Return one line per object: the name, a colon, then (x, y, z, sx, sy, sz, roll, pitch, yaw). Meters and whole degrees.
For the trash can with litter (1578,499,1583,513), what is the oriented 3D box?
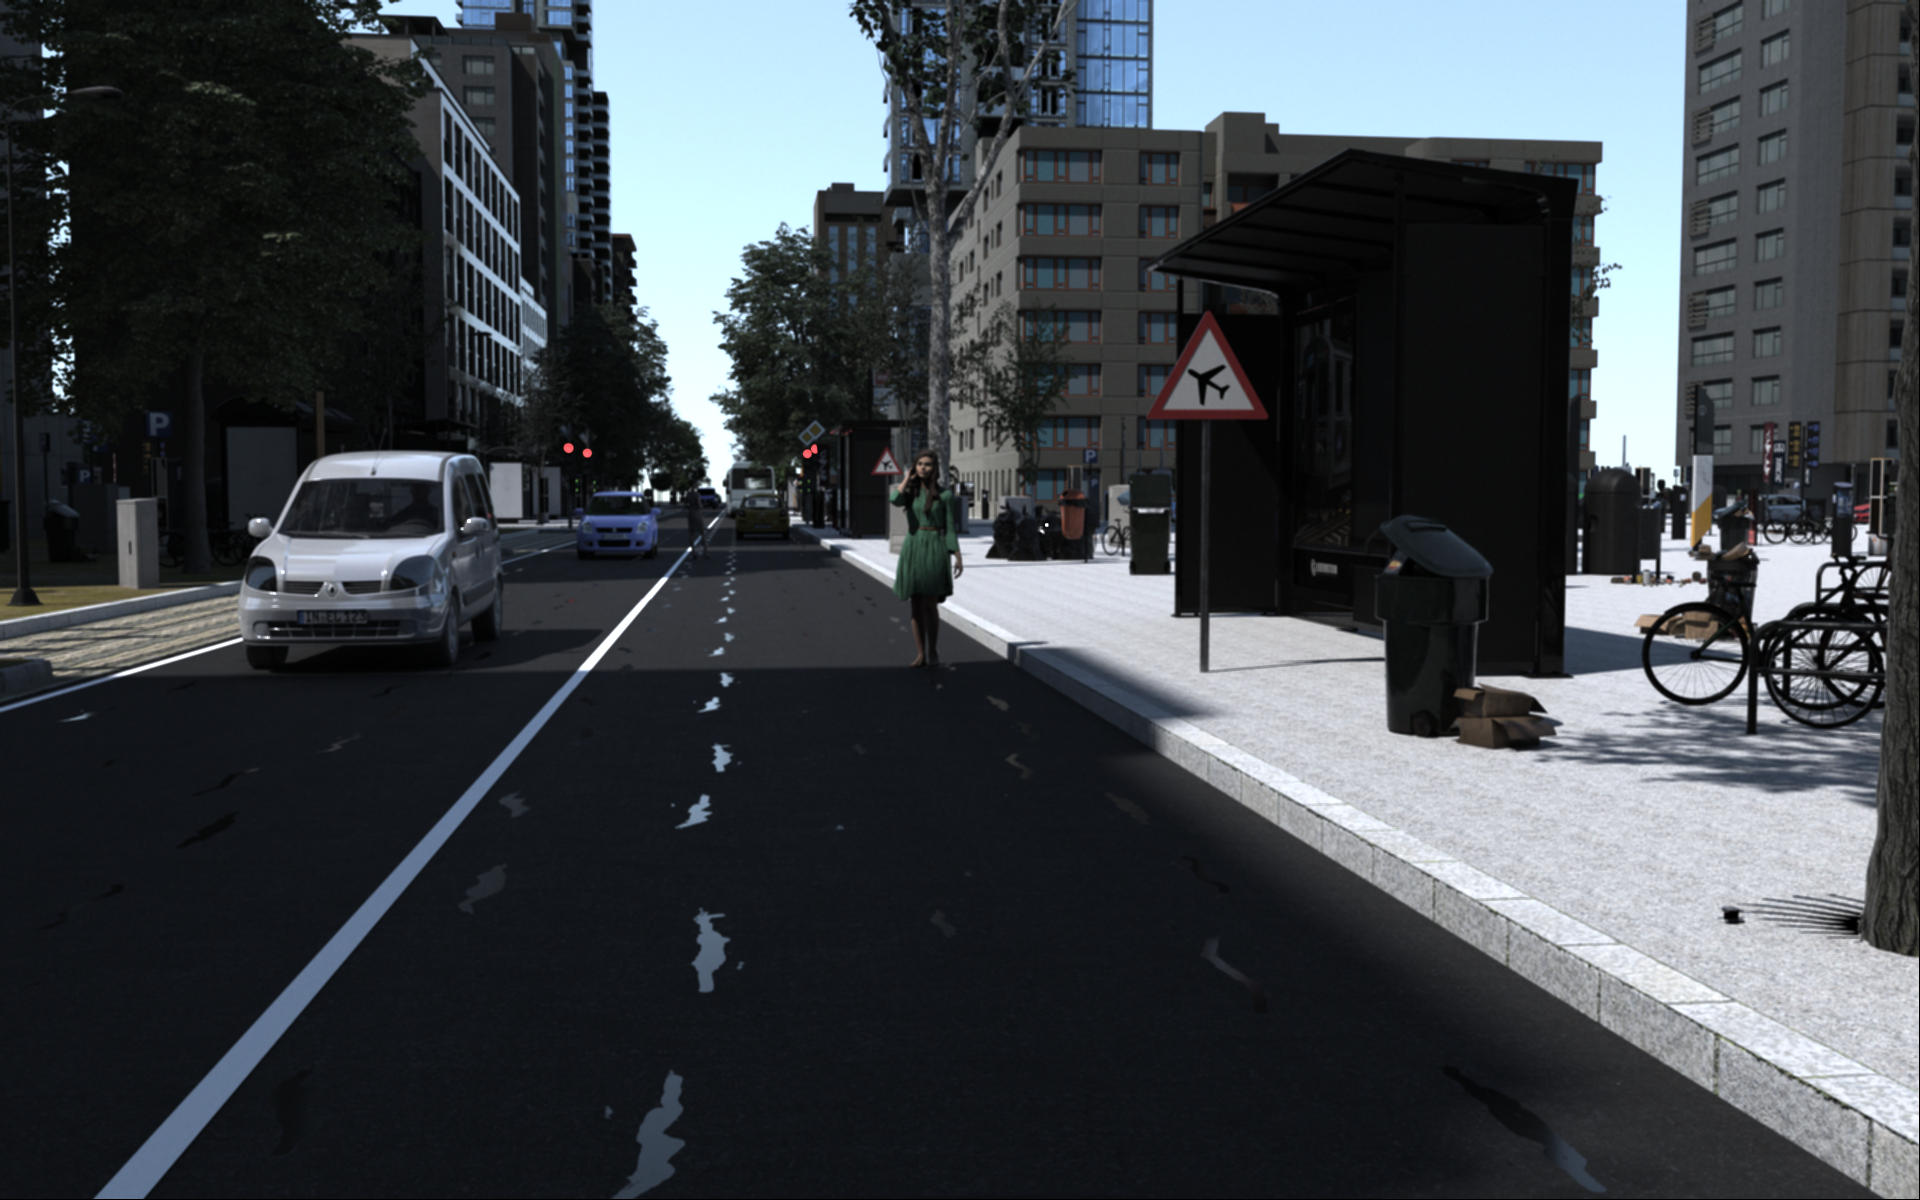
trash can with litter: (22.586, -3.165, 63.127, 1.055, 1.170, 0.624, -1, 4, -17)

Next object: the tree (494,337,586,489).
tree: (-19.793, -8.035, 81.741, 4.360, 8.622, 3.978, 0, 3, 0)

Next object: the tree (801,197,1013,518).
tree: (-1.124, -5.697, 43.506, 4.360, 8.622, 3.978, 0, 3, 0)

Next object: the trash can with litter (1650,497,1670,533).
trash can with litter: (23.057, -2.795, 57.080, 0.624, 1.170, 1.055, 2, 4, 23)

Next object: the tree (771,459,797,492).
tree: (-17.173, -11.251, 167.667, 4.285, 4.588, 4.351, 0, 3, 0)

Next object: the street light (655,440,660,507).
street light: (-26.608, -10.720, 147.817, 1.470, 5.913, 1.316, 0, 4, -7)

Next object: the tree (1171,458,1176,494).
tree: (10.356, -5.284, 80.987, 1.663, 3.219, 1.824, 0, 3, 0)

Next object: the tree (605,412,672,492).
tree: (-30.617, -13.957, 162.605, 7.601, 10.594, 8.767, -3, 4, -38)

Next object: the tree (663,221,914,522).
tree: (-7.010, -10.641, 80.639, 9.857, 13.997, 8.962, 0, 3, 0)

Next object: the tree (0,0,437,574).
tree: (-11.986, -6.707, 27.793, 7.486, 12.596, 7.792, 0, 3, 0)

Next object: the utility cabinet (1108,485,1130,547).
utility cabinet: (3.995, -2.020, 41.713, 0.318, 1.500, 1.173, -2, 4, -26)

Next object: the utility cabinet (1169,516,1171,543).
utility cabinet: (5.260, -2.105, 45.572, 0.306, 1.237, 1.020, -1, 4, -11)

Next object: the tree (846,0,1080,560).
tree: (1.092, -10.614, 29.431, 12.611, 20.169, 13.585, 0, 3, 0)

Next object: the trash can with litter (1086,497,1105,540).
trash can with litter: (3.386, -2.297, 48.621, 1.678, 1.210, 2.233, -2, 4, -24)

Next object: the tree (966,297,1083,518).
tree: (2.474, -6.948, 63.964, 4.737, 8.622, 4.395, 0, 3, 0)

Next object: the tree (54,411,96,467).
tree: (-30.623, -4.537, 57.886, 4.285, 4.588, 4.351, 0, 3, 0)

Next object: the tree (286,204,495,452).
tree: (-14.658, -5.694, 43.457, 4.360, 8.622, 3.978, 0, 3, 0)

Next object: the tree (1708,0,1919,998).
tree: (2.958, -4.823, 4.607, 9.928, 11.665, 9.643, 0, 3, 0)

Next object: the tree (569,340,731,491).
tree: (-26.523, -13.923, 138.014, 12.009, 13.543, 11.850, 0, 3, 0)

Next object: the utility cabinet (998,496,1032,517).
utility cabinet: (1.539, -2.250, 47.944, 1.020, 1.237, 0.306, -3, 5, -42)

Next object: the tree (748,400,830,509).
tree: (-13.658, -12.613, 140.629, 7.601, 10.594, 8.767, -1, 4, -11)

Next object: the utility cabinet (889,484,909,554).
utility cabinet: (-1.042, -1.707, 36.584, 0.318, 1.500, 1.173, -3, 4, -38)

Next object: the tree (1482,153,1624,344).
tree: (11.874, -5.313, 37.231, 4.360, 8.622, 3.978, 0, 3, 0)

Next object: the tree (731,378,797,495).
tree: (-18.914, -16.433, 179.056, 12.009, 13.543, 11.850, 0, 3, 0)

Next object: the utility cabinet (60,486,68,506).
utility cabinet: (-23.646, -2.335, 46.849, 1.173, 1.500, 0.318, -2, 4, -24)

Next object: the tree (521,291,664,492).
tree: (-22.808, -12.376, 109.010, 9.857, 13.997, 8.962, 0, 3, 0)

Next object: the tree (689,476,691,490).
tree: (-40.031, -16.054, 246.187, 4.285, 4.588, 4.351, 0, 3, 0)

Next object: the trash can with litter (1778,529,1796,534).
trash can with litter: (26.228, -2.777, 56.458, 1.678, 1.210, 2.233, -1, 4, -16)

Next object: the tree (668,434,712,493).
tree: (-47.679, -23.556, 302.155, 9.611, 12.733, 9.660, 0, 3, 0)

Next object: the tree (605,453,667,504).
tree: (-24.823, -8.778, 127.229, 4.285, 4.588, 4.351, 0, 3, 0)

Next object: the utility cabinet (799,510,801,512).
utility cabinet: (-12.584, -7.476, 133.401, 0.306, 1.237, 1.020, 2, 4, 32)

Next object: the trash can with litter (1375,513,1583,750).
trash can with litter: (2.689, 0.138, 9.129, 0.624, 1.170, 1.055, -2, 4, -29)

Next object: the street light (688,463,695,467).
street light: (-40.982, -17.587, 260.087, 1.470, 5.913, 1.316, 0, 4, -7)

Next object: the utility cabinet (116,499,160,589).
utility cabinet: (-11.284, -0.770, 23.756, 0.306, 1.237, 1.020, -3, 4, -39)

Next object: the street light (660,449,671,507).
street light: (-30.487, -12.585, 178.311, 1.470, 5.913, 1.316, 0, 4, -7)

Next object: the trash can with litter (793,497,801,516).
trash can with litter: (-8.889, -5.522, 101.342, 2.233, 1.210, 1.678, 0, 4, 2)

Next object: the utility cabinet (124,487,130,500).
utility cabinet: (-26.264, -2.743, 53.523, 0.318, 1.500, 1.173, 2, 4, 28)

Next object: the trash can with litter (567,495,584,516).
trash can with litter: (-22.631, -5.462, 100.357, 1.678, 1.210, 2.233, 0, 4, 3)

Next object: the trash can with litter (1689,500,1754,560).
trash can with litter: (14.710, -1.349, 33.448, 1.055, 1.170, 0.624, 0, 4, 6)

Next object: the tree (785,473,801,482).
tree: (-12.878, -8.590, 135.051, 1.663, 3.219, 1.824, 0, 3, 0)

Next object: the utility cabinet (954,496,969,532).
utility cabinet: (-0.132, -2.929, 59.045, 0.306, 1.237, 1.020, -3, 4, -37)

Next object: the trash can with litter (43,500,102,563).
trash can with litter: (-16.730, -1.303, 32.698, 1.055, 1.170, 0.624, 1, 4, 13)

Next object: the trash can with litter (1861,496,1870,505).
trash can with litter: (54.182, -5.789, 105.714, 1.678, 1.210, 2.233, -1, 4, -17)

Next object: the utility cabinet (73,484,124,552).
utility cabinet: (-18.925, -1.792, 37.979, 1.173, 1.500, 0.318, 2, 4, 29)

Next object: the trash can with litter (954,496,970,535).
trash can with litter: (-0.522, -2.705, 55.278, 2.233, 1.210, 1.678, -3, 5, -45)

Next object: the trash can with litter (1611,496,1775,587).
trash can with litter: (10.257, -0.851, 24.964, 2.233, 1.210, 1.678, -2, 4, -29)

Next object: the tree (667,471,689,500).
tree: (-37.047, -14.160, 215.234, 4.285, 4.588, 4.351, 0, 3, 0)

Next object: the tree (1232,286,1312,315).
tree: (8.998, -6.006, 48.552, 4.360, 8.622, 3.978, 0, 3, 0)
